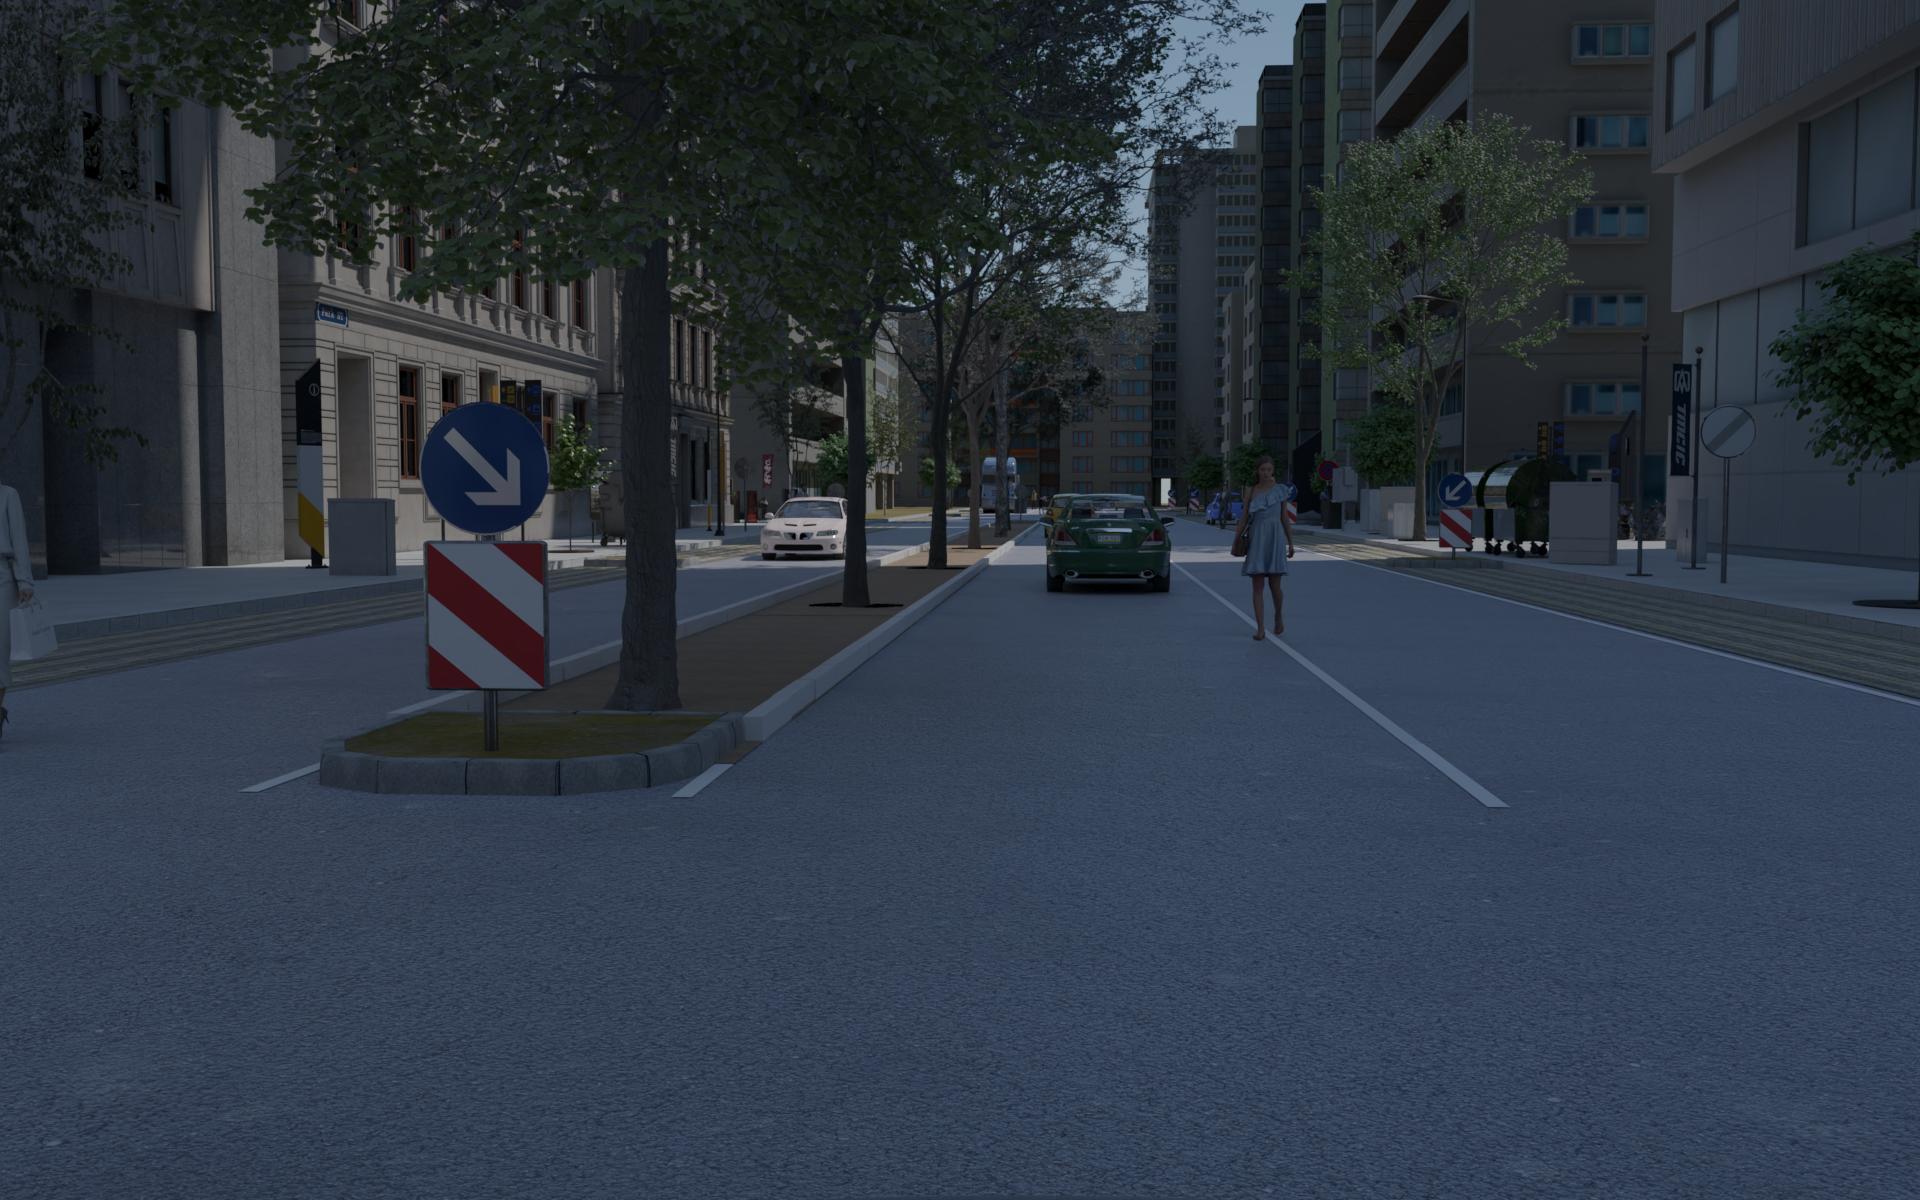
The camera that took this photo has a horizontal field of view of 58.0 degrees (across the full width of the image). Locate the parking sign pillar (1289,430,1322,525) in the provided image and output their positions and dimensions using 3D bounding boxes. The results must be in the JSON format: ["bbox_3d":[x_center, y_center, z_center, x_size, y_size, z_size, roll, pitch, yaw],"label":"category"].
[{"bbox_3d":[14.490,-5.155,72.763,1.447,3.967,1.447,-1,4,-14],"label":"parking sign pillar"}]

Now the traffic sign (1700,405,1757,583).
[{"bbox_3d":[10.989,-1.513,24.851,0.768,2.556,0.104,1,4,10],"label":"traffic sign"}]

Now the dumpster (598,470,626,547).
[{"bbox_3d":[-8.154,-2.270,42.870,1.264,1.857,1.865,0,4,4],"label":"dumpster"}]

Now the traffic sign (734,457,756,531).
[{"bbox_3d":[-7.371,-3.629,59.433,0.768,2.556,0.104,0,4,8],"label":"traffic sign"}]

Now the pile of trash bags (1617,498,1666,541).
[{"bbox_3d":[18.413,-2.386,48.766,1.912,1.369,3.447,-3,5,-41],"label":"pile of trash bags"}]

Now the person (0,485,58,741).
[{"bbox_3d":[-5.443,-0.054,9.734,0.694,1.780,0.624,0,4,5],"label":"person"}]

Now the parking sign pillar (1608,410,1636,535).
[{"bbox_3d":[21.094,-4.082,55.219,1.447,3.967,1.447,3,5,40],"label":"parking sign pillar"}]

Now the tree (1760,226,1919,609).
[{"bbox_3d":[11.037,-2.207,19.796,4.285,4.588,4.351,0,3,0],"label":"tree"}]

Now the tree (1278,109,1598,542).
[{"bbox_3d":[12.640,-7.395,46.671,9.928,11.665,9.643,0,3,0],"label":"tree"}]

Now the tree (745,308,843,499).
[{"bbox_3d":[-6.562,-7.186,67.854,4.360,8.622,3.978,0,3,0],"label":"tree"}]

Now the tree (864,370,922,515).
[{"bbox_3d":[-4.429,-9.390,103.894,4.737,8.622,4.395,0,3,0],"label":"tree"}]

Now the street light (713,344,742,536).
[{"bbox_3d":[-6.823,-4.906,52.753,1.470,5.913,1.316,0,4,4],"label":"street light"}]

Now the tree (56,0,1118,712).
[{"bbox_3d":[-2.151,-5.565,11.576,7.486,12.596,7.792,0,3,0],"label":"tree"}]

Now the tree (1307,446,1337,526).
[{"bbox_3d":[14.592,-4.605,69.897,1.663,3.219,1.824,0,3,0],"label":"tree"}]

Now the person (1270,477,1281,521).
[{"bbox_3d":[7.135,-1.907,39.704,0.581,1.822,0.654,2,4,24],"label":"person"}]

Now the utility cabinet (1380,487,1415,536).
[{"bbox_3d":[13.372,-2.684,52.560,1.173,1.500,0.318,2,4,32],"label":"utility cabinet"}]

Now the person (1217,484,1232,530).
[{"bbox_3d":[10.624,-3.737,69.567,0.622,1.834,0.822,1,4,19],"label":"person"}]

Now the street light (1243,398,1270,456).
[{"bbox_3d":[14.318,-6.785,83.471,1.470,5.913,1.316,0,4,4],"label":"street light"}]

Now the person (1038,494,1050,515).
[{"bbox_3d":[5.839,-6.637,120.198,0.799,1.438,0.628,-2,4,-33],"label":"person"}]

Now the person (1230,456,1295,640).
[{"bbox_3d":[3.019,-0.530,17.258,0.616,1.811,0.778,1,4,22],"label":"person"}]

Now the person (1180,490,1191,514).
[{"bbox_3d":[15.346,-6.565,116.560,1.217,1.735,0.721,-2,4,-27],"label":"person"}]

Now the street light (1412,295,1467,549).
[{"bbox_3d":[11.260,-4.164,40.618,1.470,5.913,1.316,0,4,4],"label":"street light"}]

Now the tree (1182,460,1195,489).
[{"bbox_3d":[18.030,-8.746,126.713,4.285,4.588,4.351,0,3,0],"label":"tree"}]

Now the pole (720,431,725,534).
[{"bbox_3d":[-7.706,-3.801,55.992,0.158,3.312,0.155,0,3,0],"label":"pole"}]

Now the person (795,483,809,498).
[{"bbox_3d":[-5.271,-3.011,58.006,0.850,1.792,0.678,3,4,38],"label":"person"}]

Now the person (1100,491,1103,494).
[{"bbox_3d":[12.623,-8.966,155.915,0.721,1.723,1.217,-1,4,-22],"label":"person"}]

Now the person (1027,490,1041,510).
[{"bbox_3d":[6.789,-9.195,158.926,1.348,1.812,0.705,0,4,-1],"label":"person"}]

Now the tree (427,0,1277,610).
[{"bbox_3d":[-1.292,-6.637,21.340,12.009,13.543,11.850,0,3,0],"label":"tree"}]

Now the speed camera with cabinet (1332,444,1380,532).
[{"bbox_3d":[13.798,-3.971,59.266,2.038,3.252,0.660,-1,4,-15],"label":"speed camera with cabinet"}]

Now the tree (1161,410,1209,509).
[{"bbox_3d":[19.479,-12.083,147.923,4.360,8.622,3.978,0,3,0],"label":"tree"}]

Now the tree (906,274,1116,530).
[{"bbox_3d":[1.918,-8.015,67.914,8.767,10.594,7.601,0,4,4],"label":"tree"}]

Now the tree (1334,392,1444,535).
[{"bbox_3d":[13.684,-4.376,55.269,4.285,4.588,4.351,0,3,0],"label":"tree"}]

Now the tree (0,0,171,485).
[{"bbox_3d":[-10.468,-4.171,18.553,4.360,8.622,3.978,0,3,0],"label":"tree"}]

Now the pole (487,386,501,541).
[{"bbox_3d":[-8.823,-2.383,32.800,0.158,3.312,0.155,0,3,0],"label":"pole"}]

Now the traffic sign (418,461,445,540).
[{"bbox_3d":[-8.869,-1.815,29.686,0.884,2.594,0.081,1,4,9],"label":"traffic sign"}]

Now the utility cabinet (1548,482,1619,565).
[{"bbox_3d":[11.334,-1.395,31.483,0.318,1.500,1.173,-3,5,-42],"label":"utility cabinet"}]

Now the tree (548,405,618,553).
[{"bbox_3d":[-8.558,-2.639,37.752,1.663,3.219,1.824,0,3,0],"label":"tree"}]

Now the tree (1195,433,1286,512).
[{"bbox_3d":[15.619,-6.642,92.314,4.285,4.588,4.351,0,3,0],"label":"tree"}]

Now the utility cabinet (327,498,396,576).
[{"bbox_3d":[-9.427,-0.988,27.319,1.020,1.237,0.306,1,4,12],"label":"utility cabinet"}]

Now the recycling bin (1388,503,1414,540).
[{"bbox_3d":[12.590,-2.241,49.199,0.722,1.027,0.722,0,4,0],"label":"recycling bin"}]

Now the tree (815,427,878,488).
[{"bbox_3d":[-5.612,-6.176,84.685,4.285,4.588,4.351,0,3,0],"label":"tree"}]

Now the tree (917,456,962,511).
[{"bbox_3d":[-1.467,-10.175,150.082,4.285,4.588,4.351,0,3,0],"label":"tree"}]

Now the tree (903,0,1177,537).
[{"bbox_3d":[0.209,-12.182,57.529,12.611,20.169,13.585,0,3,0],"label":"tree"}]

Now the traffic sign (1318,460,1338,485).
[{"bbox_3d":[13.913,-4.002,65.534,0.768,2.556,0.104,0,4,6],"label":"traffic sign"}]

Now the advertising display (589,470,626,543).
[{"bbox_3d":[-9.302,-2.482,45.788,0.974,1.923,0.123,0,4,3],"label":"advertising display"}]

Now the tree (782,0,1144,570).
[{"bbox_3d":[-0.321,-6.373,32.405,9.928,11.665,9.643,0,3,0],"label":"tree"}]

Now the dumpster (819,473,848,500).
[{"bbox_3d":[-5.600,-4.670,78.843,1.502,2.255,1.985,0,4,4],"label":"dumpster"}]
